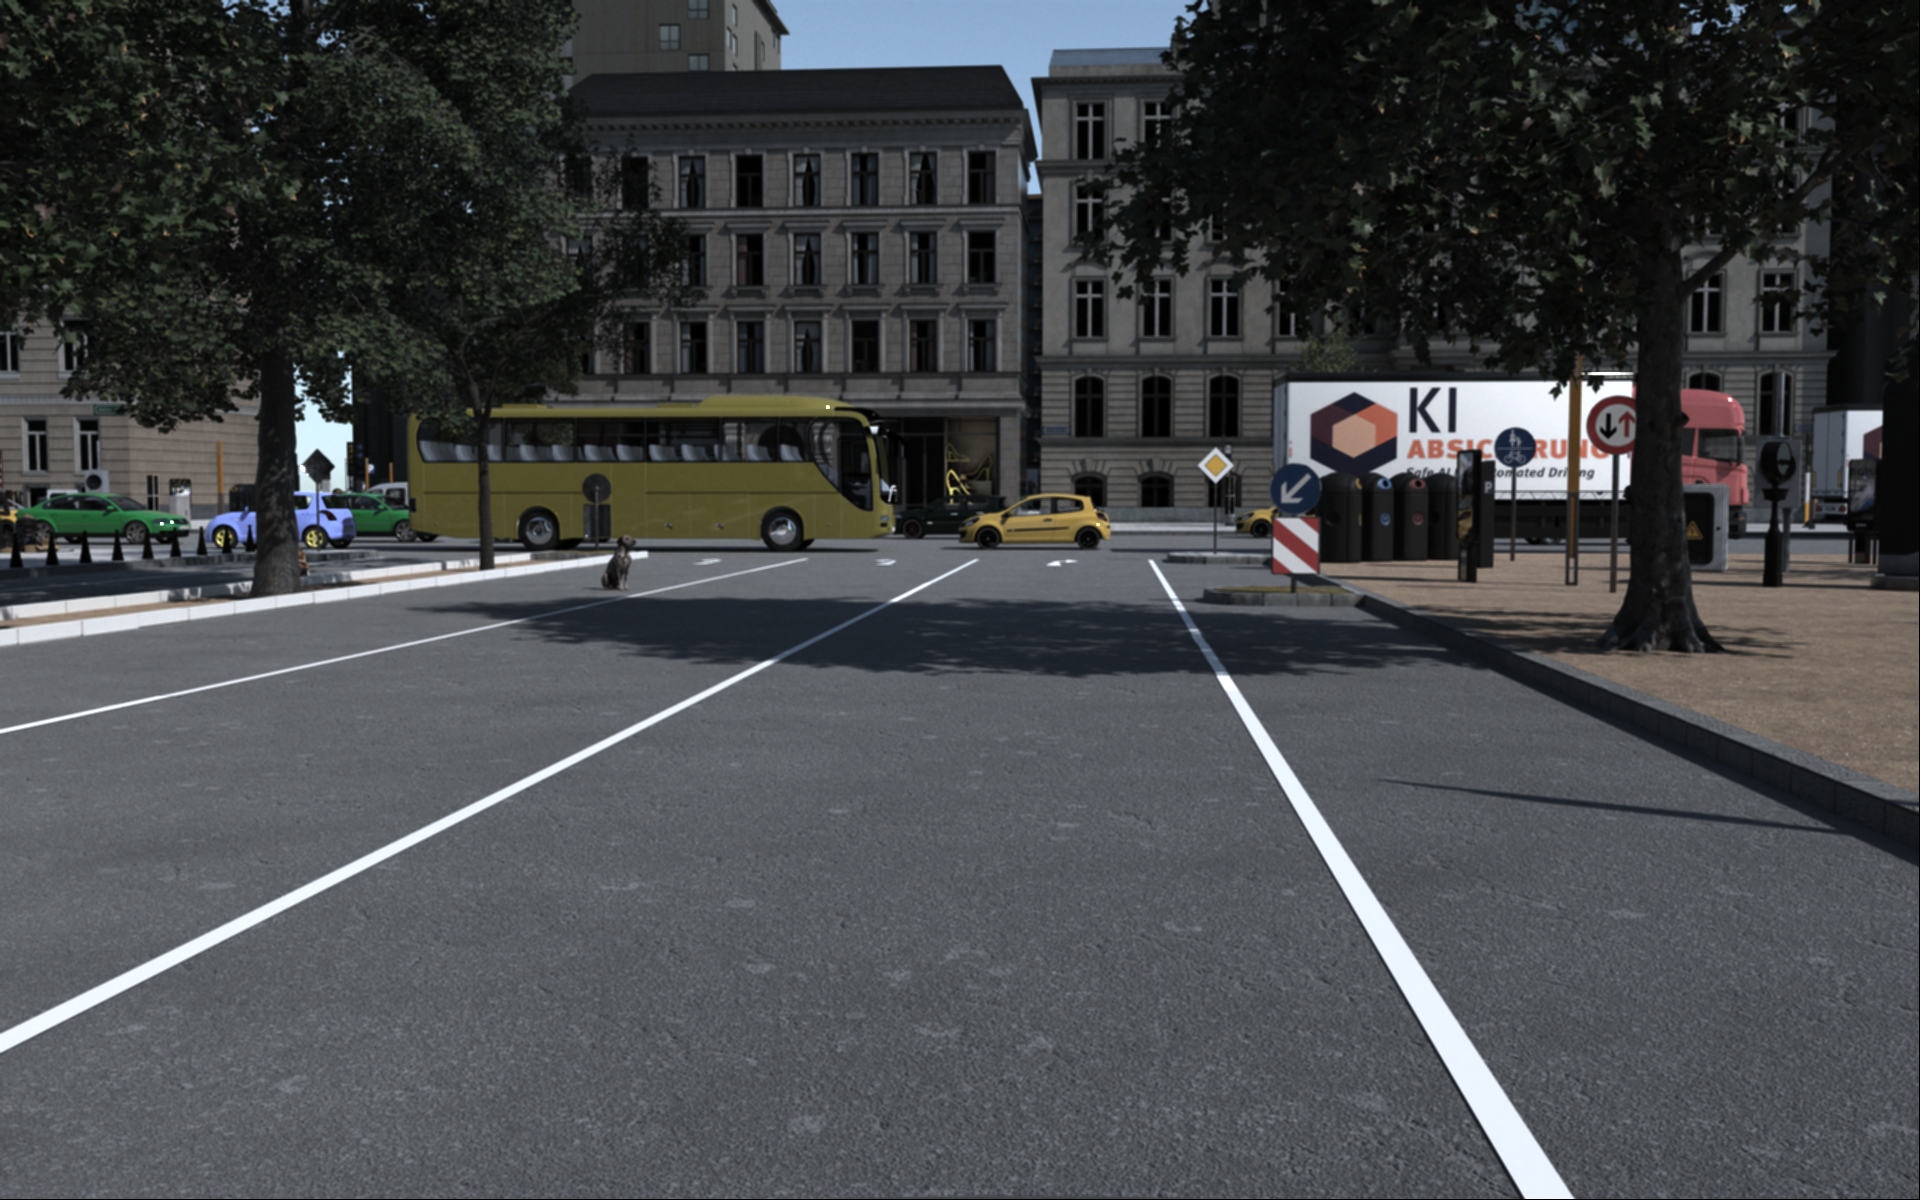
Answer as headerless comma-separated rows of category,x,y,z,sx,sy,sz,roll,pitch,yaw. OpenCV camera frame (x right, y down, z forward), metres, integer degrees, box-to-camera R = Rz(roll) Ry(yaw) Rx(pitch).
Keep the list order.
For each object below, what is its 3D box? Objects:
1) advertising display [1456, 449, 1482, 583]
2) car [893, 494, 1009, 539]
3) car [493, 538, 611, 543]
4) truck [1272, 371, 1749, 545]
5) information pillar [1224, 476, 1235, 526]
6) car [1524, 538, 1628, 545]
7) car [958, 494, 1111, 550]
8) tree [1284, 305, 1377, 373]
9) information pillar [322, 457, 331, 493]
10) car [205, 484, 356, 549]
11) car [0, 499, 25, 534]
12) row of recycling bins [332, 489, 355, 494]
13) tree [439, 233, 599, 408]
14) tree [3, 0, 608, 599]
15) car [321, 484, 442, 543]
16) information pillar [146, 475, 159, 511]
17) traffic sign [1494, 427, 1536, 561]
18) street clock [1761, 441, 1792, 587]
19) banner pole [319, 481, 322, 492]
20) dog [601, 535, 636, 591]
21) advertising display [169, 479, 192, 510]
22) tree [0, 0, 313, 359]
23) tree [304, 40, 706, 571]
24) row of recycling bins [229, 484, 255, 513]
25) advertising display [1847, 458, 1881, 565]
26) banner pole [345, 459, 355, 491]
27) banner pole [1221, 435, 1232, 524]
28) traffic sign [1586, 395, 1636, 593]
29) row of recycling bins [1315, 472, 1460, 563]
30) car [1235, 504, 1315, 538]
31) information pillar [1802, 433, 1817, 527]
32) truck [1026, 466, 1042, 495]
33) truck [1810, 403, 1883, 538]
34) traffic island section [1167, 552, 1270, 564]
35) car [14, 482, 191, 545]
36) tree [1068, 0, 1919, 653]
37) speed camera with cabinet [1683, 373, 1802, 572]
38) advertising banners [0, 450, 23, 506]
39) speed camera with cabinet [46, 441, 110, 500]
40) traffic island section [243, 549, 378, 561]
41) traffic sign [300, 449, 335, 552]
advertising display,7.448,-1.234,25.385,0.123,1.923,0.974,0,4,2
car,-0.222,-2.799,55.550,4.222,1.686,2.009,0,4,6
car,-11.956,-2.509,51.242,3.980,1.641,2.015,0,4,5
truck,13.165,-3.178,40.867,11.283,4.237,2.839,0,4,3
information pillar,10.977,-4.035,70.461,0.304,2.012,0.304,-2,4,-29
car,17.870,-2.245,49.067,4.827,1.381,2.083,0,4,3
car,1.945,-2.138,45.184,3.980,1.641,2.015,0,4,3
tree,13.953,-7.108,66.576,4.737,8.622,4.395,0,3,0
information pillar,-36.647,-6.652,100.122,0.504,3.616,0.183,0,4,8
car,-17.706,-2.171,45.091,3.694,1.707,1.945,0,4,3
car,-31.095,-2.763,55.399,3.980,1.641,2.015,0,4,6
row of recycling bins,-44.745,-7.418,128.402,3.534,1.692,1.069,0,4,-7
tree,-17.837,-8.954,68.447,6.751,12.117,7.091,0,3,0
tree,-9.152,-6.956,22.843,9.857,13.997,8.962,0,3,0
car,-17.589,-2.633,51.841,4.718,1.807,1.959,0,4,6
information pillar,-30.459,-3.723,65.364,0.304,2.012,0.304,1,4,10
traffic sign,10.613,-2.024,33.191,0.768,2.556,0.104,1,4,10
street clock,11.215,-1.179,23.846,0.471,2.002,0.358,-3,5,-42
banner pole,-47.608,-8.504,129.065,0.401,3.779,0.863,0,4,4
dog,-5.128,-0.561,26.014,0.513,0.831,0.800,-1,4,-11
advertising display,-33.055,-4.174,73.461,0.123,1.923,0.974,2,4,27
tree,-10.583,-5.730,13.152,9.611,12.733,9.660,0,3,0
tree,-8.605,-5.803,31.744,8.767,10.594,7.601,0,4,5
row of recycling bins,-28.559,-3.843,69.949,1.069,1.692,3.534,-3,5,-40
advertising display,16.593,-1.626,31.793,0.123,1.923,0.974,0,3,0
banner pole,-43.276,-8.121,122.793,0.863,3.779,0.401,0,4,2
banner pole,11.279,-5.105,73.488,0.401,3.779,0.863,3,5,43
traffic sign,8.496,-1.367,22.454,0.768,2.556,0.104,1,4,11
row of recycling bins,8.201,-1.594,33.182,3.534,1.692,1.069,-2,4,-32
car,11.000,-2.835,56.583,3.980,1.641,2.015,0,4,7
information pillar,32.798,-4.610,66.735,0.504,3.616,0.183,0,4,-5
truck,7.239,-11.724,180.605,2.839,4.237,11.283,0,4,5
truck,32.998,-4.004,54.377,11.283,4.237,2.839,0,4,4
traffic island section,5.440,-0.889,36.811,2.009,0.180,2.903,0,4,5
car,-24.512,-2.498,49.640,4.718,1.807,1.959,0,4,4
tree,5.692,-5.936,14.070,9.611,12.733,9.660,0,3,0
speed camera with cabinet,12.695,-2.088,28.481,2.038,3.252,0.660,2,4,26
advertising banners,-38.238,-4.493,69.641,0.090,3.025,2.074,0,4,-3
speed camera with cabinet,-32.635,-4.265,64.068,2.038,3.252,0.660,0,4,-5
traffic island section,-14.278,-0.993,38.509,2.009,0.180,2.903,0,4,5
traffic sign,-14.254,-2.129,38.445,0.795,2.450,0.064,0,4,5
